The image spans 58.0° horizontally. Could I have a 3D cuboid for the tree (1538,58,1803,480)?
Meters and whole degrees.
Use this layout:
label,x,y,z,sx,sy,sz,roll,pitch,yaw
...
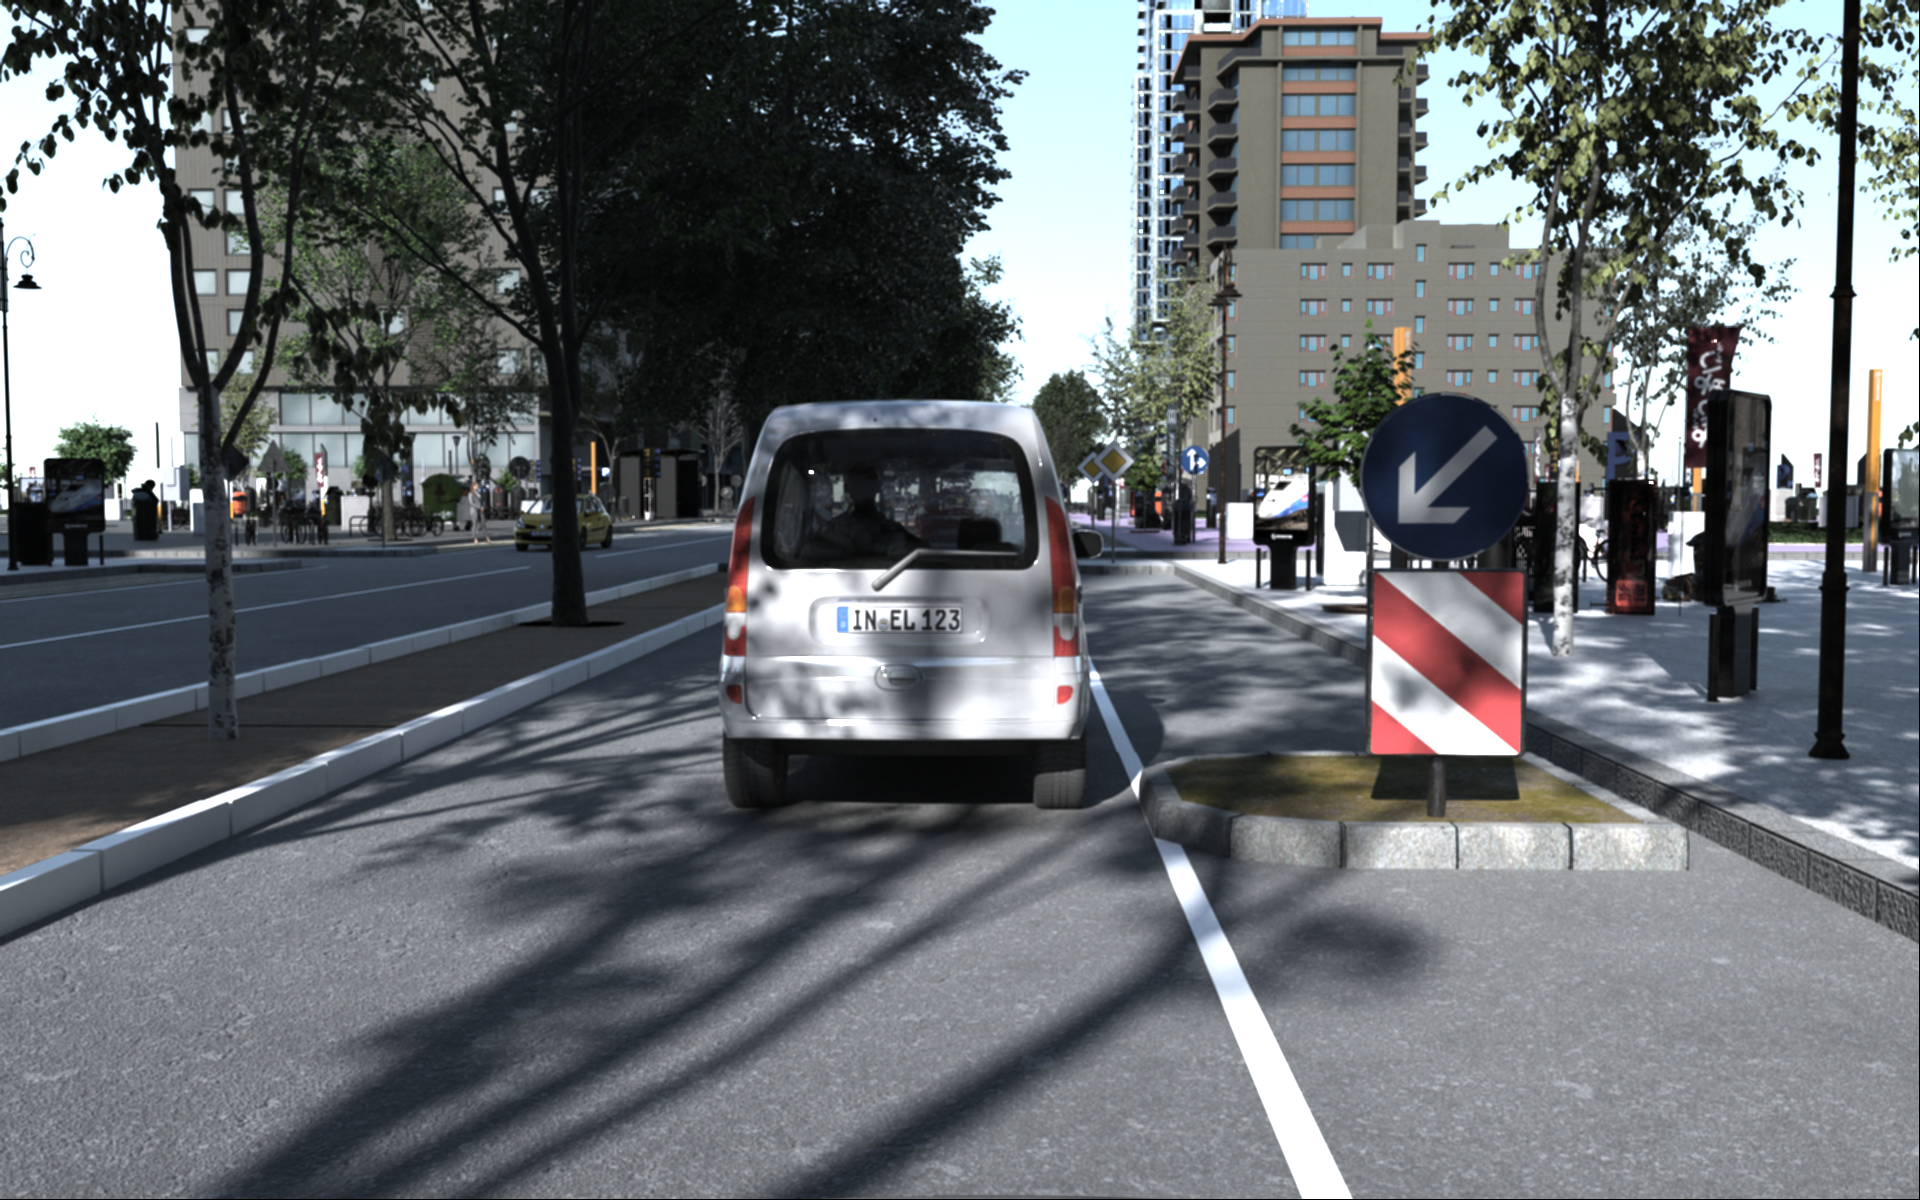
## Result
label,x,y,z,sx,sy,sz,roll,pitch,yaw
tree,12.106,-4.875,30.065,4.360,8.622,3.978,0,3,0

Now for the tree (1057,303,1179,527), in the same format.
label,x,y,z,sx,sy,sz,roll,pitch,yaw
tree,6.427,-7.174,67.653,4.360,8.622,3.978,0,3,0

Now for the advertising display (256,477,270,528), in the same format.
label,x,y,z,sx,sy,sz,roll,pitch,yaw
advertising display,-26.666,-3.735,66.282,0.123,1.923,0.974,-3,5,-44

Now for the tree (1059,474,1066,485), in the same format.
label,x,y,z,sx,sy,sz,roll,pitch,yaw
tree,12.330,-20.283,238.286,9.857,13.997,8.962,0,3,0

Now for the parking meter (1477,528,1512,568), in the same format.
label,x,y,z,sx,sy,sz,roll,pitch,yaw
parking meter,6.054,-0.686,19.627,0.372,1.533,0.369,0,3,0

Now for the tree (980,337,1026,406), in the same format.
label,x,y,z,sx,sy,sz,roll,pitch,yaw
tree,-1.730,-10.949,91.837,12.009,13.543,11.850,0,3,0

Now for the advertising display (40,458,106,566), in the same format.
label,x,y,z,sx,sy,sz,roll,pitch,yaw
advertising display,-15.825,-1.575,30.964,0.974,1.923,0.123,-3,5,-40

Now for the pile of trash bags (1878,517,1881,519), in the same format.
label,x,y,z,sx,sy,sz,roll,pitch,yaw
pile of trash bags,54.844,-5.527,100.125,3.447,1.369,1.912,-1,4,-9

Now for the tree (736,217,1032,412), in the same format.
label,x,y,z,sx,sy,sz,roll,pitch,yaw
tree,-2.544,-8.533,58.982,9.611,12.733,9.660,0,3,0

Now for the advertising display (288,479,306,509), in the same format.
label,x,y,z,sx,sy,sz,roll,pitch,yaw
advertising display,-29.460,-4.391,76.999,0.123,1.923,0.974,1,4,19

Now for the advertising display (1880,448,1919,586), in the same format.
label,x,y,z,sx,sy,sz,roll,pitch,yaw
advertising display,13.333,-1.181,24.517,0.974,1.923,0.123,-3,4,-37

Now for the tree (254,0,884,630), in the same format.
label,x,y,z,sx,sy,sz,roll,pitch,yaw
tree,-4.330,-5.523,18.512,9.928,11.665,9.643,0,3,0

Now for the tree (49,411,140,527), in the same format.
label,x,y,z,sx,sy,sz,roll,pitch,yaw
tree,-34.219,-5.186,68.497,4.285,4.588,4.351,0,3,0

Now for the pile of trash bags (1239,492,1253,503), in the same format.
label,x,y,z,sx,sy,sz,roll,pitch,yaw
pile of trash bags,10.734,-3.149,61.243,1.912,1.369,3.447,0,4,-4

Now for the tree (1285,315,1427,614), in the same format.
label,x,y,z,sx,sy,sz,roll,pitch,yaw
tree,4.352,-1.485,18.889,1.663,3.219,1.824,0,3,0

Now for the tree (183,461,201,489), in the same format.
label,x,y,z,sx,sy,sz,roll,pitch,yaw
tree,-43.885,-6.373,98.792,1.663,3.219,1.824,0,3,0

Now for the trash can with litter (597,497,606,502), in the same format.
label,x,y,z,sx,sy,sz,roll,pitch,yaw
trash can with litter,-18.981,-4.971,92.670,0.624,1.170,1.055,-3,4,-36

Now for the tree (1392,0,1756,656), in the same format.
label,x,y,z,sx,sy,sz,roll,pitch,yaw
tree,5.027,-3.862,13.506,4.737,8.622,4.395,0,3,0

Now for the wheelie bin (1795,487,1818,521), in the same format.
label,x,y,z,sx,sy,sz,roll,pitch,yaw
wheelie bin,42.997,-4.905,88.102,0.693,1.594,0.980,-3,5,-43

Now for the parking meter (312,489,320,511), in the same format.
label,x,y,z,sx,sy,sz,roll,pitch,yaw
parking meter,-32.389,-4.815,87.134,0.372,1.533,0.369,0,3,0

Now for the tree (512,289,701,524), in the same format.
label,x,y,z,sx,sy,sz,roll,pitch,yaw
tree,-15.047,-8.528,73.846,8.767,10.594,7.601,0,4,-7

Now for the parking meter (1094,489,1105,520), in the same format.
label,x,y,z,sx,sy,sz,roll,pitch,yaw
parking meter,6.864,-4.636,84.205,0.372,1.533,0.369,0,3,0

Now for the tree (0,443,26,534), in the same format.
label,x,y,z,sx,sy,sz,roll,pitch,yaw
tree,-30.973,-3.705,55.178,1.663,3.219,1.824,0,3,0

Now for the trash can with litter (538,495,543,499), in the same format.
label,x,y,z,sx,sy,sz,roll,pitch,yaw
trash can with litter,-24.917,-5.533,101.517,2.233,1.210,1.678,0,4,-2

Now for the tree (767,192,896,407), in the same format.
label,x,y,z,sx,sy,sz,roll,pitch,yaw
tree,-3.405,-5.446,41.855,4.737,8.622,4.395,0,3,0

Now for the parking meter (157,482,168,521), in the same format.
label,x,y,z,sx,sy,sz,roll,pitch,yaw
parking meter,-37.781,-4.670,82.070,0.255,1.863,0.399,3,4,36

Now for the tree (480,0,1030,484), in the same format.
label,x,y,z,sx,sy,sz,roll,pitch,yaw
tree,-3.315,-7.295,28.389,9.857,13.997,8.962,0,3,0

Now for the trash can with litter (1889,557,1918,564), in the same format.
label,x,y,z,sx,sy,sz,roll,pitch,yaw
trash can with litter,17.991,-1.270,31.824,2.233,1.210,1.678,0,4,-7

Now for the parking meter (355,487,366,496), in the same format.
label,x,y,z,sx,sy,sz,roll,pitch,yaw
parking meter,-22.661,-3.492,65.502,0.372,1.533,0.369,0,3,0

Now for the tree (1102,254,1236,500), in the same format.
label,x,y,z,sx,sy,sz,roll,pitch,yaw
tree,6.690,-6.320,53.694,4.737,8.622,4.395,0,3,0

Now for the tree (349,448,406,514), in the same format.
label,x,y,z,sx,sy,sz,roll,pitch,yaw
tree,-36.473,-7.614,108.209,4.285,4.588,4.351,0,3,0

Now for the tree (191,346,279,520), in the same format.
label,x,y,z,sx,sy,sz,roll,pitch,yaw
tree,-35.644,-8.280,85.743,4.737,8.622,4.395,0,3,0

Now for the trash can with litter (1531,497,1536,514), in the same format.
label,x,y,z,sx,sy,sz,roll,pitch,yaw
trash can with litter,32.026,-5.110,94.604,1.678,1.210,2.233,-3,5,-42

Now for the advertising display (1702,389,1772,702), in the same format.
label,x,y,z,sx,sy,sz,roll,pitch,yaw
advertising display,4.926,-0.353,10.981,0.123,1.923,0.974,3,5,40

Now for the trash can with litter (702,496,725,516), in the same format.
label,x,y,z,sx,sy,sz,roll,pitch,yaw
trash can with litter,-14.919,-5.534,101.541,2.233,1.210,1.678,0,3,0

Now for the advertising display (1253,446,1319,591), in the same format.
label,x,y,z,sx,sy,sz,roll,pitch,yaw
advertising display,4.346,-1.103,23.245,0.123,1.923,0.974,-3,5,-40

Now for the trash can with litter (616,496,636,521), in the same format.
label,x,y,z,sx,sy,sz,roll,pitch,yaw
trash can with litter,-16.822,-4.491,84.482,2.233,1.210,1.678,-1,4,-15

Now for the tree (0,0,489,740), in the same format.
label,x,y,z,sx,sy,sz,roll,pitch,yaw
tree,-4.282,-3.472,9.591,4.360,8.622,3.978,0,3,0

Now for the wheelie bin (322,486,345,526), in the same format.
label,x,y,z,sx,sy,sz,roll,pitch,yaw
wheelie bin,-25.532,-3.842,70.729,0.693,1.594,0.980,1,4,13

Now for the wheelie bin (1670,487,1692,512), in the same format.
label,x,y,z,sx,sy,sz,roll,pitch,yaw
wheelie bin,31.739,-4.168,76.051,0.980,1.594,0.693,0,4,-4

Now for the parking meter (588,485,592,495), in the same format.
label,x,y,z,sx,sy,sz,roll,pitch,yaw
parking meter,-23.487,-6.412,110.544,0.255,1.863,0.399,3,4,38

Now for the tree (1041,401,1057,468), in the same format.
label,x,y,z,sx,sy,sz,roll,pitch,yaw
tree,7.828,-11.175,133.080,4.360,8.622,3.978,0,3,0

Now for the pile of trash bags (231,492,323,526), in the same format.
label,x,y,z,sx,sy,sz,roll,pitch,yaw
pile of trash bags,-27.896,-3.718,70.536,3.447,1.369,1.912,-3,5,-45

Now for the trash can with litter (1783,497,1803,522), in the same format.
label,x,y,z,sx,sy,sz,roll,pitch,yaw
trash can with litter,33.088,-3.513,68.823,0.624,1.170,1.055,2,4,32

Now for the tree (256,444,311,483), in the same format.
label,x,y,z,sx,sy,sz,roll,pitch,yaw
tree,-44.152,-7.912,113.082,4.285,4.588,4.351,0,3,0

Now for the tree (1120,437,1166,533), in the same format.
label,x,y,z,sx,sy,sz,roll,pitch,yaw
tree,6.158,-3.875,57.961,1.663,3.219,1.824,0,3,0

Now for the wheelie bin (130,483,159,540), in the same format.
label,x,y,z,sx,sy,sz,roll,pitch,yaw
wheelie bin,-22.662,-2.460,48.129,0.693,1.594,0.980,-3,4,-36

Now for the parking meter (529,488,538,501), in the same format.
label,x,y,z,sx,sy,sz,roll,pitch,yaw
parking meter,-17.077,-3.728,69.364,0.372,1.533,0.369,0,3,0

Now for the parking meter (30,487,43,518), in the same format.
label,x,y,z,sx,sy,sz,roll,pitch,yaw
parking meter,-31.995,-3.157,60.021,0.372,1.533,0.369,0,3,0

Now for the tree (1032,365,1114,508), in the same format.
label,x,y,z,sx,sy,sz,roll,pitch,yaw
tree,9.628,-14.489,153.899,9.611,12.733,9.660,0,3,0

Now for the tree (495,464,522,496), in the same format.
label,x,y,z,sx,sy,sz,roll,pitch,yaw
tree,-28.594,-7.057,109.976,1.663,3.219,1.824,0,3,0

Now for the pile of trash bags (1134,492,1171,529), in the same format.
label,x,y,z,sx,sy,sz,roll,pitch,yaw
pile of trash bags,7.559,-3.414,65.574,1.912,1.369,3.447,0,4,5

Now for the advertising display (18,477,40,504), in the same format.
label,x,y,z,sx,sy,sz,roll,pitch,yaw
advertising display,-34.821,-3.658,65.029,0.123,1.923,0.974,3,4,36

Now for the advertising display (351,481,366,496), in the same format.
label,x,y,z,sx,sy,sz,roll,pitch,yaw
advertising display,-29.992,-4.967,86.417,0.974,1.923,0.123,2,4,34

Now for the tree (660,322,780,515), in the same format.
label,x,y,z,sx,sy,sz,roll,pitch,yaw
tree,-14.774,-11.948,105.722,12.009,13.543,11.850,0,3,0

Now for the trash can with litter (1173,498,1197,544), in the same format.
label,x,y,z,sx,sy,sz,roll,pitch,yaw
trash can with litter,5.830,-2.057,45.017,0.624,1.170,1.055,1,4,8

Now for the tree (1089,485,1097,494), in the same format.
label,x,y,z,sx,sy,sz,roll,pitch,yaw
tree,7.557,-6.063,93.726,1.663,3.219,1.824,0,3,0

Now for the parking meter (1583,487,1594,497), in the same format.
label,x,y,z,sx,sy,sz,roll,pitch,yaw
parking meter,23.721,-3.483,65.351,0.372,1.533,0.369,0,3,0

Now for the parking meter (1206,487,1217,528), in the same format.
label,x,y,z,sx,sy,sz,roll,pitch,yaw
parking meter,9.436,-3.461,65.001,0.372,1.533,0.369,0,3,0
